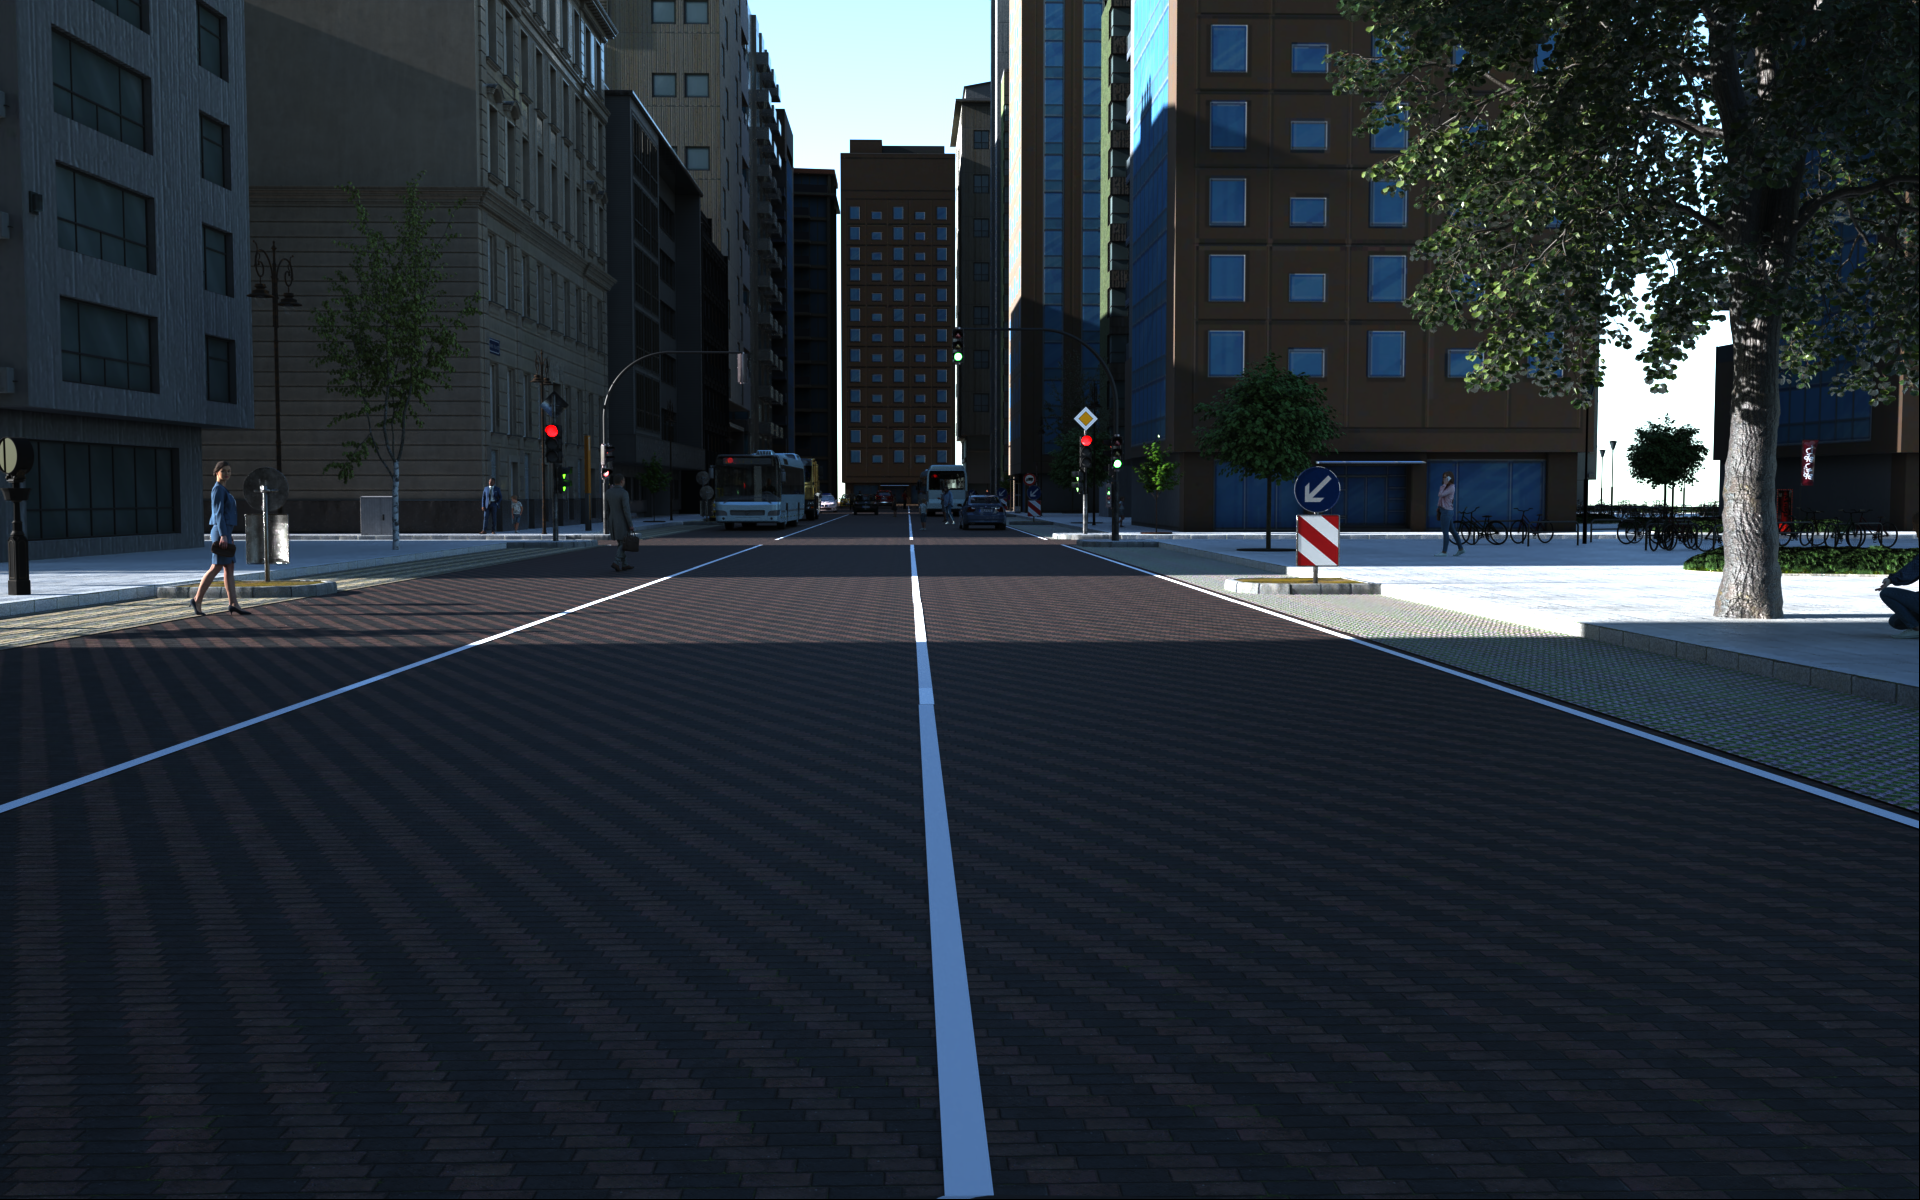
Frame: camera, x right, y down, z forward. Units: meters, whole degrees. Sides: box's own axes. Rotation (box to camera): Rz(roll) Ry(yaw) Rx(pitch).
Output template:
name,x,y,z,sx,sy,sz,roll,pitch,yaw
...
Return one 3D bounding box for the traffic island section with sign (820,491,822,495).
name,x,y,z,sx,sy,sz,roll,pitch,yaw
traffic island section with sign,-14.873,-10.726,184.003,1.989,1.847,2.006,0,4,-2

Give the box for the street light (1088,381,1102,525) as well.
name,x,y,z,sx,sy,sz,roll,pitch,yaw
street light,5.502,-6.005,70.967,0.468,5.910,1.993,0,4,-2

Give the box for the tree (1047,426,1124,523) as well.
name,x,y,z,sx,sy,sz,roll,pitch,yaw
tree,5.510,-5.654,76.156,4.285,4.588,4.351,0,3,0

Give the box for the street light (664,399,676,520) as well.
name,x,y,z,sx,sy,sz,roll,pitch,yaw
street light,-14.116,-6.834,84.527,0.468,5.910,1.993,0,4,-2

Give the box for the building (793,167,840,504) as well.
name,x,y,z,sx,sy,sz,roll,pitch,yaw
building,-30.236,-34.899,225.225,28.867,44.769,22.147,0,4,-2

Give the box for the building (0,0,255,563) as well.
name,x,y,z,sx,sy,sz,roll,pitch,yaw
building,-24.071,-16.254,37.449,14.107,30.474,14.160,0,4,-2

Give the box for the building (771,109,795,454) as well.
name,x,y,z,sx,sy,sz,roll,pitch,yaw
building,-26.474,-33.480,197.515,14.200,45.320,14.600,0,4,-2

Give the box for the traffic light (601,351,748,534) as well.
name,x,y,z,sx,sy,sz,roll,pitch,yaw
traffic light,-9.160,-4.925,55.189,4.771,5.953,1.251,0,4,-2

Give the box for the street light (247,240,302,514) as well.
name,x,y,z,sx,sy,sz,roll,pitch,yaw
street light,-12.518,-3.608,31.771,0.468,5.910,1.993,0,4,-2

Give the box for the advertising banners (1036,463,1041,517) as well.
name,x,y,z,sx,sy,sz,roll,pitch,yaw
advertising banners,4.389,-6.164,96.965,0.090,3.025,2.074,1,4,10

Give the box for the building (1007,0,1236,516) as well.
name,x,y,z,sx,sy,sz,roll,pitch,yaw
building,10.794,-28.942,123.306,14.600,45.320,14.200,0,4,-2

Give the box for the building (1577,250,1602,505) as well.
name,x,y,z,sx,sy,sz,roll,pitch,yaw
building,64.445,-26.222,200.432,14.107,30.474,14.160,0,4,-2

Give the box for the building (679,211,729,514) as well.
name,x,y,z,sx,sy,sz,roll,pitch,yaw
building,-22.806,-17.662,118.455,12.332,23.373,15.834,0,4,-2

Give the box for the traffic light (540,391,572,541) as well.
name,x,y,z,sx,sy,sz,roll,pitch,yaw
traffic light,-11.006,-3.559,47.110,0.839,4.253,0.868,0,4,-2

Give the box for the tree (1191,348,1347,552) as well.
name,x,y,z,sx,sy,sz,roll,pitch,yaw
tree,7.066,-3.389,39.129,4.285,4.588,4.351,0,3,0

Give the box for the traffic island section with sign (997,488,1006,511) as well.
name,x,y,z,sx,sy,sz,roll,pitch,yaw
traffic island section with sign,2.468,-6.070,107.870,1.989,1.847,2.006,0,4,-2

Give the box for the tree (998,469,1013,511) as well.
name,x,y,z,sx,sy,sz,roll,pitch,yaw
tree,3.666,-8.599,135.189,1.663,3.219,1.824,0,3,0

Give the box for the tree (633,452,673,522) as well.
name,x,y,z,sx,sy,sz,roll,pitch,yaw
tree,-13.868,-5.172,79.165,1.663,3.219,1.824,0,3,0

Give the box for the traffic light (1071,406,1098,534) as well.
name,x,y,z,sx,sy,sz,roll,pitch,yaw
traffic light,4.005,-4.076,55.568,0.839,4.253,0.868,0,4,-2

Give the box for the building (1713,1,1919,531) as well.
name,x,y,z,sx,sy,sz,roll,pitch,yaw
building,38.917,-25.365,64.837,14.200,45.320,14.600,0,4,-2

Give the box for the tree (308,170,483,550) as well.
name,x,y,z,sx,sy,sz,roll,pitch,yaw
tree,-13.073,-5.477,39.911,4.737,8.622,4.395,0,3,0

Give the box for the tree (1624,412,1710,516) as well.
name,x,y,z,sx,sy,sz,roll,pitch,yaw
tree,28.327,-5.251,69.561,4.285,4.588,4.351,0,3,0

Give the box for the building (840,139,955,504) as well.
name,x,y,z,sx,sy,sz,roll,pitch,yaw
building,-7.873,-34.979,222.015,14.200,45.320,14.600,0,4,-2

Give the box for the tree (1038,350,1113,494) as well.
name,x,y,z,sx,sy,sz,roll,pitch,yaw
tree,6.186,-8.387,87.487,4.360,8.622,3.978,0,3,0

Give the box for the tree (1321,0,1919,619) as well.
name,x,y,z,sx,sy,sz,roll,pitch,yaw
tree,8.371,-6.792,17.697,9.857,13.997,8.962,0,3,0

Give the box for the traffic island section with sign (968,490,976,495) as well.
name,x,y,z,sx,sy,sz,roll,pitch,yaw
traffic island section with sign,0.955,-9.119,157.723,1.989,1.847,2.006,0,4,-2

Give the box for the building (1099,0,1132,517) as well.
name,x,y,z,sx,sy,sz,roll,pitch,yaw
building,15.007,-20.187,101.764,14.160,30.474,14.107,0,4,-2

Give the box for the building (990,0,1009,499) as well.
name,x,y,z,sx,sy,sz,roll,pitch,yaw
building,13.843,-39.699,191.081,21.231,58.520,28.212,0,4,-2

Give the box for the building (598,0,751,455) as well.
name,x,y,z,sx,sy,sz,roll,pitch,yaw
building,-31.762,-33.845,142.610,28.713,52.752,27.495,0,4,-2

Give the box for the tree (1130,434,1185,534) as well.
name,x,y,z,sx,sy,sz,roll,pitch,yaw
tree,6.344,-3.735,55.674,1.663,3.219,1.824,0,3,0

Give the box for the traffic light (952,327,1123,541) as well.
name,x,y,z,sx,sy,sz,roll,pitch,yaw
traffic light,2.159,-4.447,47.382,4.771,5.953,1.251,0,4,-2

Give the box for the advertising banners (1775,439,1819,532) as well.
name,x,y,z,sx,sy,sz,roll,pitch,yaw
advertising banners,26.473,-3.636,55.637,2.074,3.025,0.090,0,4,4

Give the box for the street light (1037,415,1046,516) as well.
name,x,y,z,sx,sy,sz,roll,pitch,yaw
street light,4.741,-7.845,101.051,0.468,5.910,1.993,0,4,-2

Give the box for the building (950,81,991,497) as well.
name,x,y,z,sx,sy,sz,roll,pitch,yaw
building,12.756,-39.148,229.310,27.495,52.752,28.713,0,4,-2

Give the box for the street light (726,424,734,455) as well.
name,x,y,z,sx,sy,sz,roll,pitch,yaw
street light,-15.129,-8.629,113.871,0.468,5.910,1.993,0,4,-2

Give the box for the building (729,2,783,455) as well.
name,x,y,z,sx,sy,sz,roll,pitch,yaw
building,-29.422,-33.803,172.282,23.786,49.044,30.456,0,4,-2

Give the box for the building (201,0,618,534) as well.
name,x,y,z,sx,sy,sz,roll,pitch,yaw
building,-21.526,-16.537,67.636,12.463,27.353,25.104,0,4,-2

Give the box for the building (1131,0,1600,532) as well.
name,x,y,z,sx,sy,sz,roll,pitch,yaw
building,14.041,-25.303,63.813,14.200,45.320,14.600,0,4,-2

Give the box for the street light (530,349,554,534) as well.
name,x,y,z,sx,sy,sz,roll,pitch,yaw
street light,-13.336,-5.052,55.394,0.468,5.910,1.993,0,4,-2

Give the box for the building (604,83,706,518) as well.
name,x,y,z,sx,sy,sz,roll,pitch,yaw
building,-22.892,-16.890,95.219,14.314,24.678,30.058,0,4,-2

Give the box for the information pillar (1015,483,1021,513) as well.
name,x,y,z,sx,sy,sz,roll,pitch,yaw
information pillar,3.843,-6.774,115.254,0.304,2.012,0.304,2,4,25

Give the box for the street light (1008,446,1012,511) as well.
name,x,y,z,sx,sy,sz,roll,pitch,yaw
street light,3.819,-9.622,130.112,0.468,5.910,1.993,0,4,-2

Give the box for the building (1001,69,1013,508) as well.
name,x,y,z,sx,sy,sz,roll,pitch,yaw
building,10.936,-29.774,170.402,14.154,41.232,14.086,0,4,-2
